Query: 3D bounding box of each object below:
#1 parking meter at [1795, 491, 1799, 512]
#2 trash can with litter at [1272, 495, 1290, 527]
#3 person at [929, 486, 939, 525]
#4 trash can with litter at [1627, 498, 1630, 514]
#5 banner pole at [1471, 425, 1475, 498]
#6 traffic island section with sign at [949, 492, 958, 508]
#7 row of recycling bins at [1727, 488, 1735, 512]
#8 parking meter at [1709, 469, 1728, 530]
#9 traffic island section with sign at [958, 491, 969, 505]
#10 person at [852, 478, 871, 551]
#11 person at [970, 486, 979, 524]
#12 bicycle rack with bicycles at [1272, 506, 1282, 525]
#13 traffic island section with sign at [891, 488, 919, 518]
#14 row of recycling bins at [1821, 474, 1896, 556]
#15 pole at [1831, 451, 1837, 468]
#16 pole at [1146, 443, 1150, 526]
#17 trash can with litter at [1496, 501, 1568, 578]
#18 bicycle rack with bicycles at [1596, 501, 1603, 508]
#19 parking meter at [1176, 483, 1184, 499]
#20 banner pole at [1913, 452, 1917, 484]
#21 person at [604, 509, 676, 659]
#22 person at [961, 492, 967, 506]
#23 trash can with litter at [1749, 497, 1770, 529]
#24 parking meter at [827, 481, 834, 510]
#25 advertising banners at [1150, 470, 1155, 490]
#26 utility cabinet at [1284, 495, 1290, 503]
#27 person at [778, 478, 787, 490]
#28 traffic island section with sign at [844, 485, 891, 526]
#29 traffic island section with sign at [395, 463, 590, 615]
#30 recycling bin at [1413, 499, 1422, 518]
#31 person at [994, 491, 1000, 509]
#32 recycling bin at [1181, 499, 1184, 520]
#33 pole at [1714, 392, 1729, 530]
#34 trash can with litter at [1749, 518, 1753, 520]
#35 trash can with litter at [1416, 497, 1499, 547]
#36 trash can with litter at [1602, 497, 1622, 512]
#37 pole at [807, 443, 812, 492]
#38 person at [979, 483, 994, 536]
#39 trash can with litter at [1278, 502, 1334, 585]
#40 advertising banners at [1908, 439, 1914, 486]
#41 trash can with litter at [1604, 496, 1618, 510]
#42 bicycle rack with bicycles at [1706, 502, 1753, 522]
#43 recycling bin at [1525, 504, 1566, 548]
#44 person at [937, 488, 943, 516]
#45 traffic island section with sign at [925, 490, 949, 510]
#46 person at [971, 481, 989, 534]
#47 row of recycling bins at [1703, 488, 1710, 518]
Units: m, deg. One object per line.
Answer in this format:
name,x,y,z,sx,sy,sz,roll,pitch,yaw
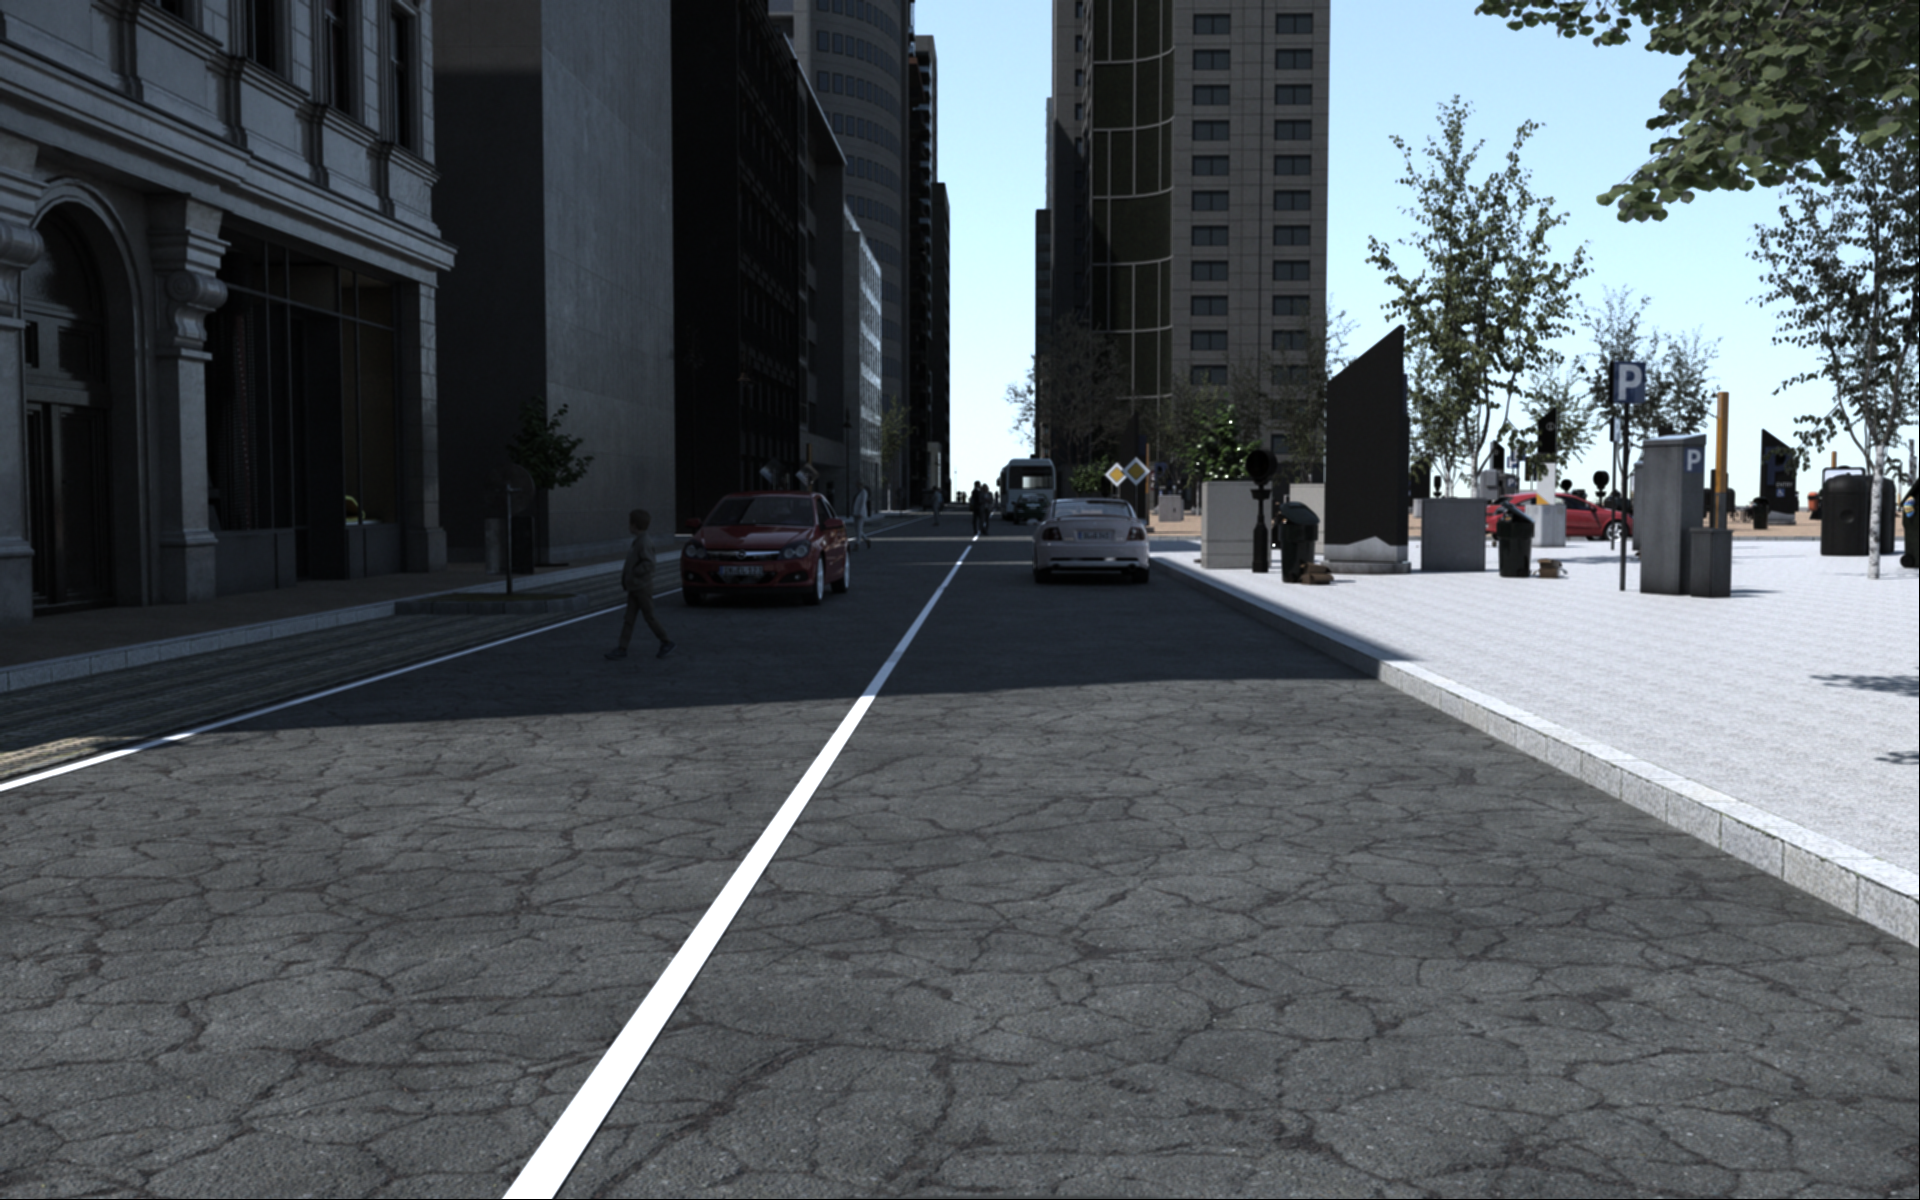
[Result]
parking meter,61.302,-7.252,126.979,0.372,1.533,0.369,0,3,0
trash can with litter,11.636,-3.455,67.550,2.233,1.210,1.678,0,4,-3
person,-1.184,-4.313,79.196,0.466,1.800,0.511,0,4,2
trash can with litter,25.096,-3.216,63.966,1.055,1.170,0.624,-3,5,-41
banner pole,18.623,-4.459,62.922,0.401,3.779,0.863,1,4,17
traffic island section with sign,-1.506,-10.526,180.735,1.989,1.847,2.006,0,4,1
row of recycling bins,53.291,-7.067,122.664,1.069,1.692,3.534,-2,4,-27
parking meter,17.967,-2.159,41.012,0.399,1.863,0.255,-3,4,-37
traffic island section with sign,-0.050,-13.952,236.748,1.989,1.847,2.006,0,4,1
person,-2.481,-2.171,43.872,0.514,1.842,0.818,3,5,42
person,0.832,-4.619,83.890,0.748,1.841,0.638,-1,4,-23
bicycle rack with bicycles,12.244,-3.591,72.093,2.925,0.926,2.852,0,4,6
traffic island section with sign,-3.501,-5.858,104.404,1.989,1.847,2.006,0,4,1
row of recycling bins,19.332,-1.837,37.141,1.069,1.692,3.534,3,5,39
pole,41.626,-5.425,82.544,0.158,3.312,0.155,0,3,0
pole,7.528,-4.646,69.809,0.158,3.312,0.155,0,3,0
trash can with litter,8.809,-0.935,26.675,1.055,1.170,0.624,2,4,27
bicycle rack with bicycles,46.017,-6.883,125.925,2.852,0.926,2.925,2,4,26
parking meter,11.434,-5.162,90.113,0.399,1.863,0.255,0,4,-4
banner pole,55.596,-6.786,100.961,0.401,3.779,0.863,1,4,11
person,-2.774,-0.141,15.084,0.640,1.303,0.475,-3,4,-36
person,0.447,-12.629,215.715,1.217,1.736,0.721,-3,5,-41
trash can with litter,29.159,-3.165,63.135,0.624,1.170,1.055,2,4,30
parking meter,-5.736,-4.342,76.699,0.255,1.863,0.399,1,4,12
advertising banners,14.954,-8.045,127.720,2.074,3.025,0.090,1,4,17
utility cabinet,21.621,-6.225,112.942,1.020,1.237,0.306,-2,4,-26
person,-4.050,-1.850,39.025,0.520,1.790,0.573,-1,4,-18
traffic island section with sign,-4.222,-4.182,76.997,1.989,1.847,2.006,0,4,1
traffic island section with sign,-5.680,-0.781,21.396,1.989,1.847,2.006,0,4,1
recycling bin,24.796,-4.928,93.135,0.722,1.027,0.722,0,4,1
person,3.634,-9.881,170.717,0.621,1.740,0.551,2,4,29
recycling bin,10.404,-4.388,84.298,0.722,1.027,0.722,-3,4,-36
pole,15.233,-2.497,34.663,0.158,3.312,0.155,0,3,0
trash can with litter,40.496,-4.683,87.622,2.233,1.210,1.678,-2,4,-26
trash can with litter,12.287,-1.893,42.007,2.233,1.210,1.678,1,4,21
trash can with litter,26.699,-3.631,70.758,0.624,1.170,1.055,3,5,40
pole,-6.077,-4.649,69.855,0.158,3.312,0.155,0,3,0
person,0.922,-3.132,59.891,0.537,1.800,0.526,0,4,-1
trash can with litter,5.022,-0.825,24.874,0.624,1.170,1.055,-1,4,-20
advertising banners,30.722,-3.631,55.560,2.074,3.025,0.090,-3,5,-44
trash can with litter,21.740,-2.790,56.666,2.233,1.210,1.678,2,4,26
bicycle rack with bicycles,36.214,-4.076,80.027,2.925,0.926,2.852,-2,4,-30
recycling bin,14.157,-1.795,41.902,0.722,1.027,0.722,-1,4,-14
person,-1.438,-6.457,113.933,0.638,1.841,0.748,-1,4,-13
traffic island section with sign,-2.214,-8.878,153.789,1.989,1.847,2.006,0,4,1
person,0.692,-3.290,61.659,0.474,1.900,0.648,-3,4,-37
row of recycling bins,38.005,-5.229,92.606,3.534,1.692,1.069,1,4,14
